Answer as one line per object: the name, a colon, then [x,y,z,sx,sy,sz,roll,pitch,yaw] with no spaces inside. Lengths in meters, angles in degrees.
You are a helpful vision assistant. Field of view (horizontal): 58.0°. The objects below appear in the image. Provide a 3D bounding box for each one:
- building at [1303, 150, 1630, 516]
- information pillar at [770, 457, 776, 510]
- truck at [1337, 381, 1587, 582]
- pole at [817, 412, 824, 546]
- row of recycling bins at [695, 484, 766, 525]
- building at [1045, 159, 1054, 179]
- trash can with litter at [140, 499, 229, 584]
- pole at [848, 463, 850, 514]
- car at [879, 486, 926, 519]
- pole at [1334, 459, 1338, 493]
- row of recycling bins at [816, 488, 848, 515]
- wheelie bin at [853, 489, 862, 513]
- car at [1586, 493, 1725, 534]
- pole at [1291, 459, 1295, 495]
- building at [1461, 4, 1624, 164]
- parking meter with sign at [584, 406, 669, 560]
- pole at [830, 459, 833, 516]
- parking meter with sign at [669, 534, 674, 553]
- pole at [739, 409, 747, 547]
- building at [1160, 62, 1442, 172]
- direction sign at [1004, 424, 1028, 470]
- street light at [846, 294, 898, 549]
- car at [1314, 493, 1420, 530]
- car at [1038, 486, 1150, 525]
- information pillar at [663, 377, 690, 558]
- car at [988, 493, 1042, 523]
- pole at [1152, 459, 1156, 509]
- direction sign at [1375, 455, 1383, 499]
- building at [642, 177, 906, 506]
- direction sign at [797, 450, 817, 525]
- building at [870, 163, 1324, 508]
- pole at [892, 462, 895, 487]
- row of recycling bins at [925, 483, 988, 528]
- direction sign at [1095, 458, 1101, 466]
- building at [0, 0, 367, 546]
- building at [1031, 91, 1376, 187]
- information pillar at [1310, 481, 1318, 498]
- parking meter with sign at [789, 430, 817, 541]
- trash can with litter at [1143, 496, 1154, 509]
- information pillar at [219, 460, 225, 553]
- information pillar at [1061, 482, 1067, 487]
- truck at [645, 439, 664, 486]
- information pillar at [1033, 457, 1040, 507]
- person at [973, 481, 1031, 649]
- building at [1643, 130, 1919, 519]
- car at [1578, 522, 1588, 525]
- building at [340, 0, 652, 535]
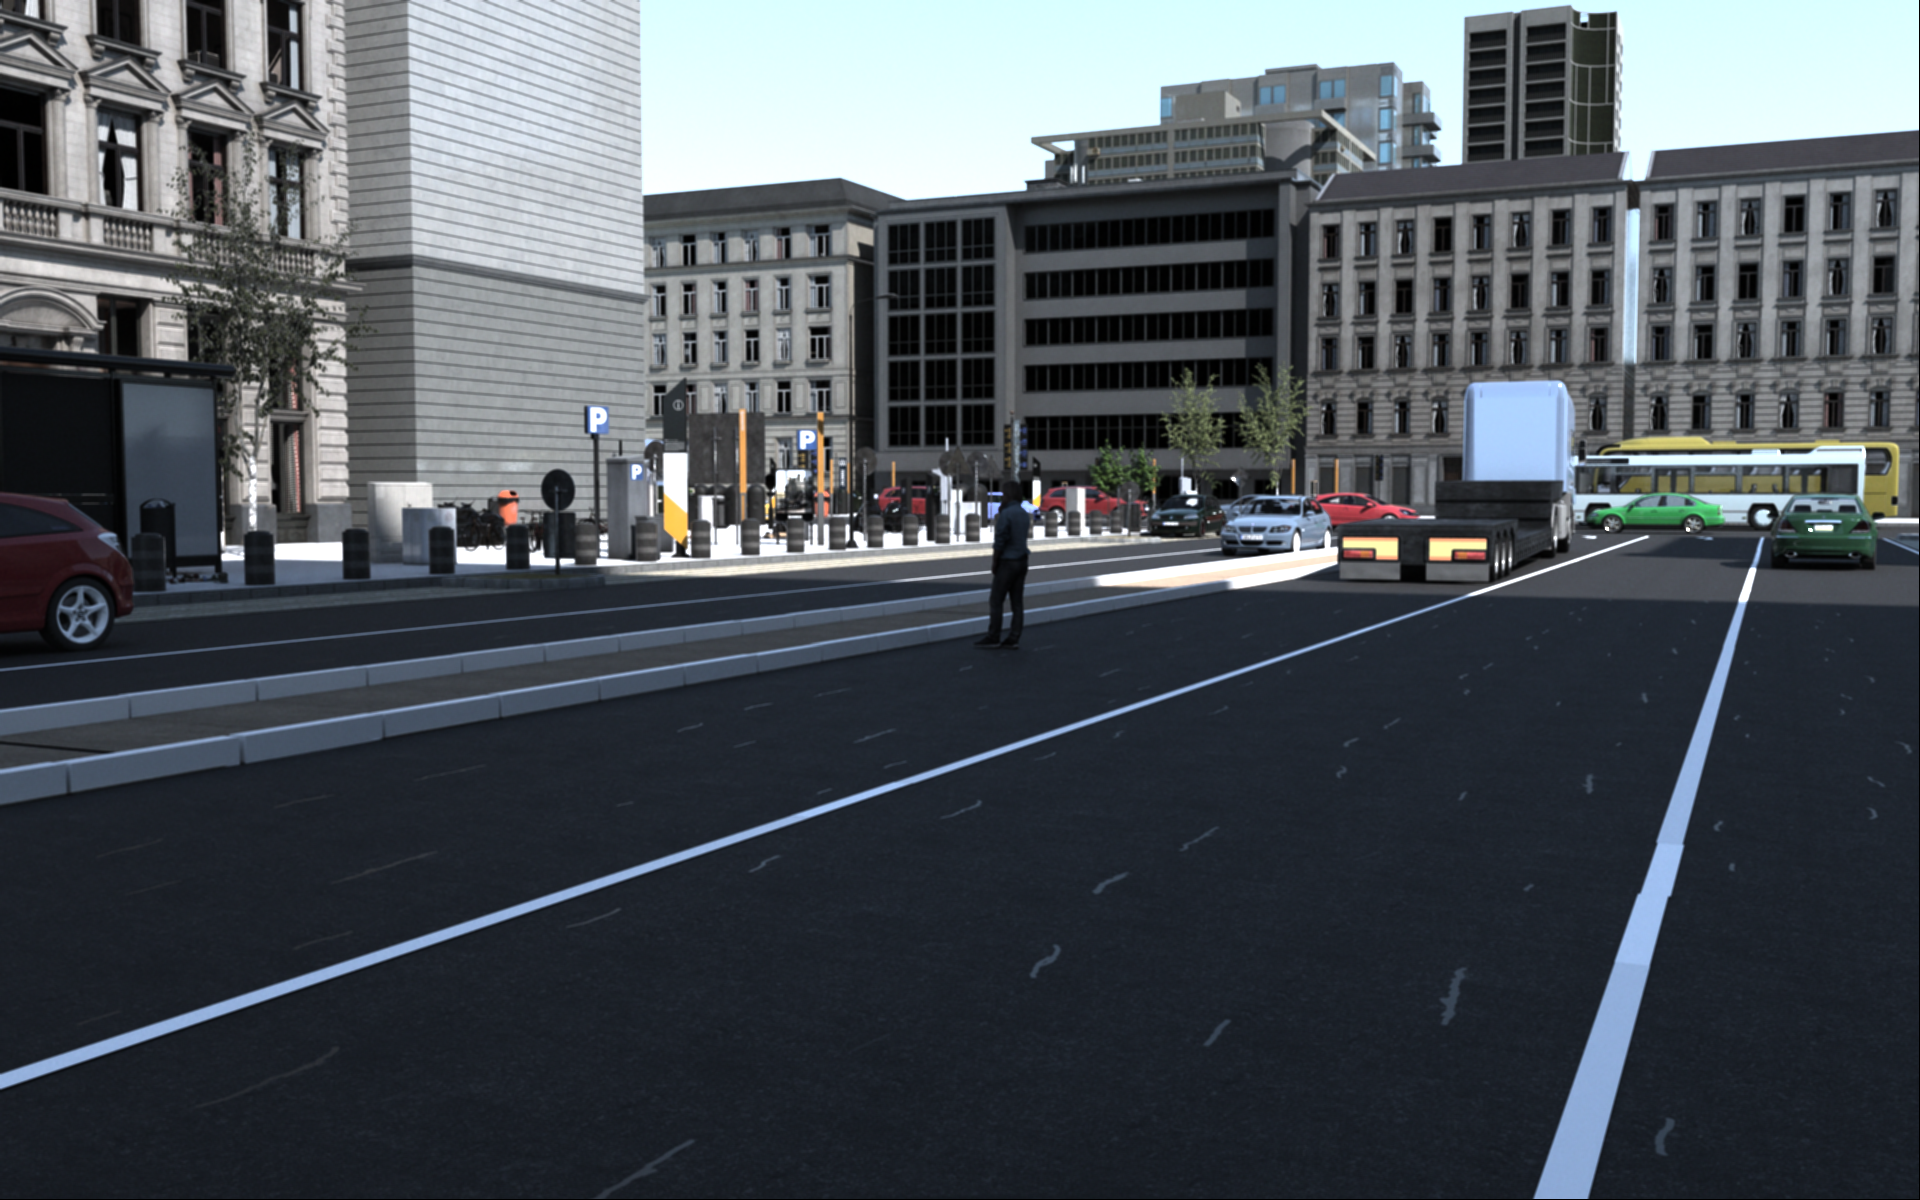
building: [30.695,-15.571,103.742,18.267,20.994,9.793,2,4,25]
information pillar: [-11.933,-7.287,110.490,0.183,3.616,0.504,2,4,33]
truck: [10.963,-2.839,36.175,2.967,4.110,18.799,2,4,23]
pole: [-3.477,-3.016,43.154,0.158,3.312,0.155,0,3,0]
row of recycling bins: [-9.671,-3.978,72.160,3.534,1.692,1.069,2,4,24]
building: [19.188,-32.264,211.112,14.086,41.232,14.154,2,4,25]
trash can with litter: [-11.356,-0.862,25.150,2.233,1.210,1.678,1,4,10]
pole: [-7.260,-7.307,113.318,0.158,3.312,0.155,0,3,0]
car: [-1.350,-4.310,79.139,5.304,1.827,2.281,2,4,23]
pole: [21.900,-6.544,100.832,0.158,3.312,0.155,0,3,0]
row of recycling bins: [-8.577,-6.248,109.272,3.534,1.692,1.069,2,4,29]
wheelie bin: [-7.016,-6.637,116.415,0.693,1.594,0.980,1,4,21]
car: [25.410,-3.335,63.319,4.718,1.807,1.959,2,4,26]
pole: [19.421,-6.554,101.006,0.158,3.312,0.155,0,3,0]
building: [86.362,-50.140,258.035,20.611,71.187,20.563,2,4,25]
parking meter with sign: [-6.560,-2.302,33.905,1.738,3.016,0.543,3,4,39]
pole: [-7.532,-6.576,101.357,0.158,3.312,0.155,0,3,0]
parking meter with sign: [-7.171,-2.555,38.035,1.738,3.016,0.543,0,4,-2]
pole: [-5.213,-2.924,41.653,0.158,3.312,0.155,0,3,0]
building: [38.091,-35.302,196.788,30.456,49.044,23.786,2,4,25]
direction sign: [1.809,-3.931,56.277,0.876,3.537,0.379,2,4,31]
street light: [-2.073,-4.156,40.485,1.470,5.913,1.316,2,4,25]
car: [15.438,-3.525,66.666,4.494,1.783,2.155,2,4,27]
car: [6.283,-4.423,80.996,5.304,1.827,2.281,2,4,26]
information pillar: [-5.720,-2.663,34.891,0.504,3.616,0.183,0,4,8]
car: [2.102,-4.506,83.272,3.694,1.707,1.945,2,4,26]
pole: [11.278,-6.543,100.813,0.158,3.312,0.155,0,3,0]
direction sign: [24.277,-6.627,100.350,0.379,3.537,0.876,-1,4,-15]
building: [-17.399,-18.171,130.372,30.059,22.955,16.112,2,4,25]
direction sign: [-6.274,-4.871,71.640,0.876,3.537,0.379,0,4,-6]
building: [9.972,-18.181,116.318,30.058,24.678,14.314,2,4,25]
pole: [-4.199,-7.040,108.946,0.158,3.312,0.155,0,3,0]
row of recycling bins: [-0.157,-3.638,66.599,1.069,1.692,3.534,-3,4,-36]
direction sign: [8.639,-7.084,107.815,0.379,3.537,0.876,-1,4,-23]
building: [-24.490,-12.866,39.240,11.050,23.489,19.941,2,4,25]
building: [26.102,-29.327,171.371,32.217,40.220,23.993,2,4,25]
information pillar: [19.884,-5.681,97.374,0.304,2.012,0.304,3,5,44]
parking meter with sign: [-4.437,-3.164,47.989,0.543,3.016,1.738,-1,4,-19]
trash can with litter: [10.616,-5.146,95.524,1.055,1.170,0.624,-1,4,-8]
information pillar: [-16.219,-2.032,37.723,0.304,2.012,0.304,-3,4,-36]
information pillar: [6.546,-6.384,108.874,0.304,2.012,0.304,-1,4,-17]
truck: [-21.366,-5.616,81.580,18.799,4.110,2.967,2,4,24]
information pillar: [4.731,-7.100,107.447,0.504,3.616,0.183,-1,4,-15]
person: [0.433,-0.326,16.044,0.499,1.552,0.429,-2,4,-27]
building: [47.424,-15.123,96.406,18.267,20.994,9.793,2,4,25]
car: [27.677,-4.392,80.598,4.718,1.807,1.959,2,4,24]
building: [-26.192,-17.218,59.002,29.804,29.767,11.434,2,4,25]
